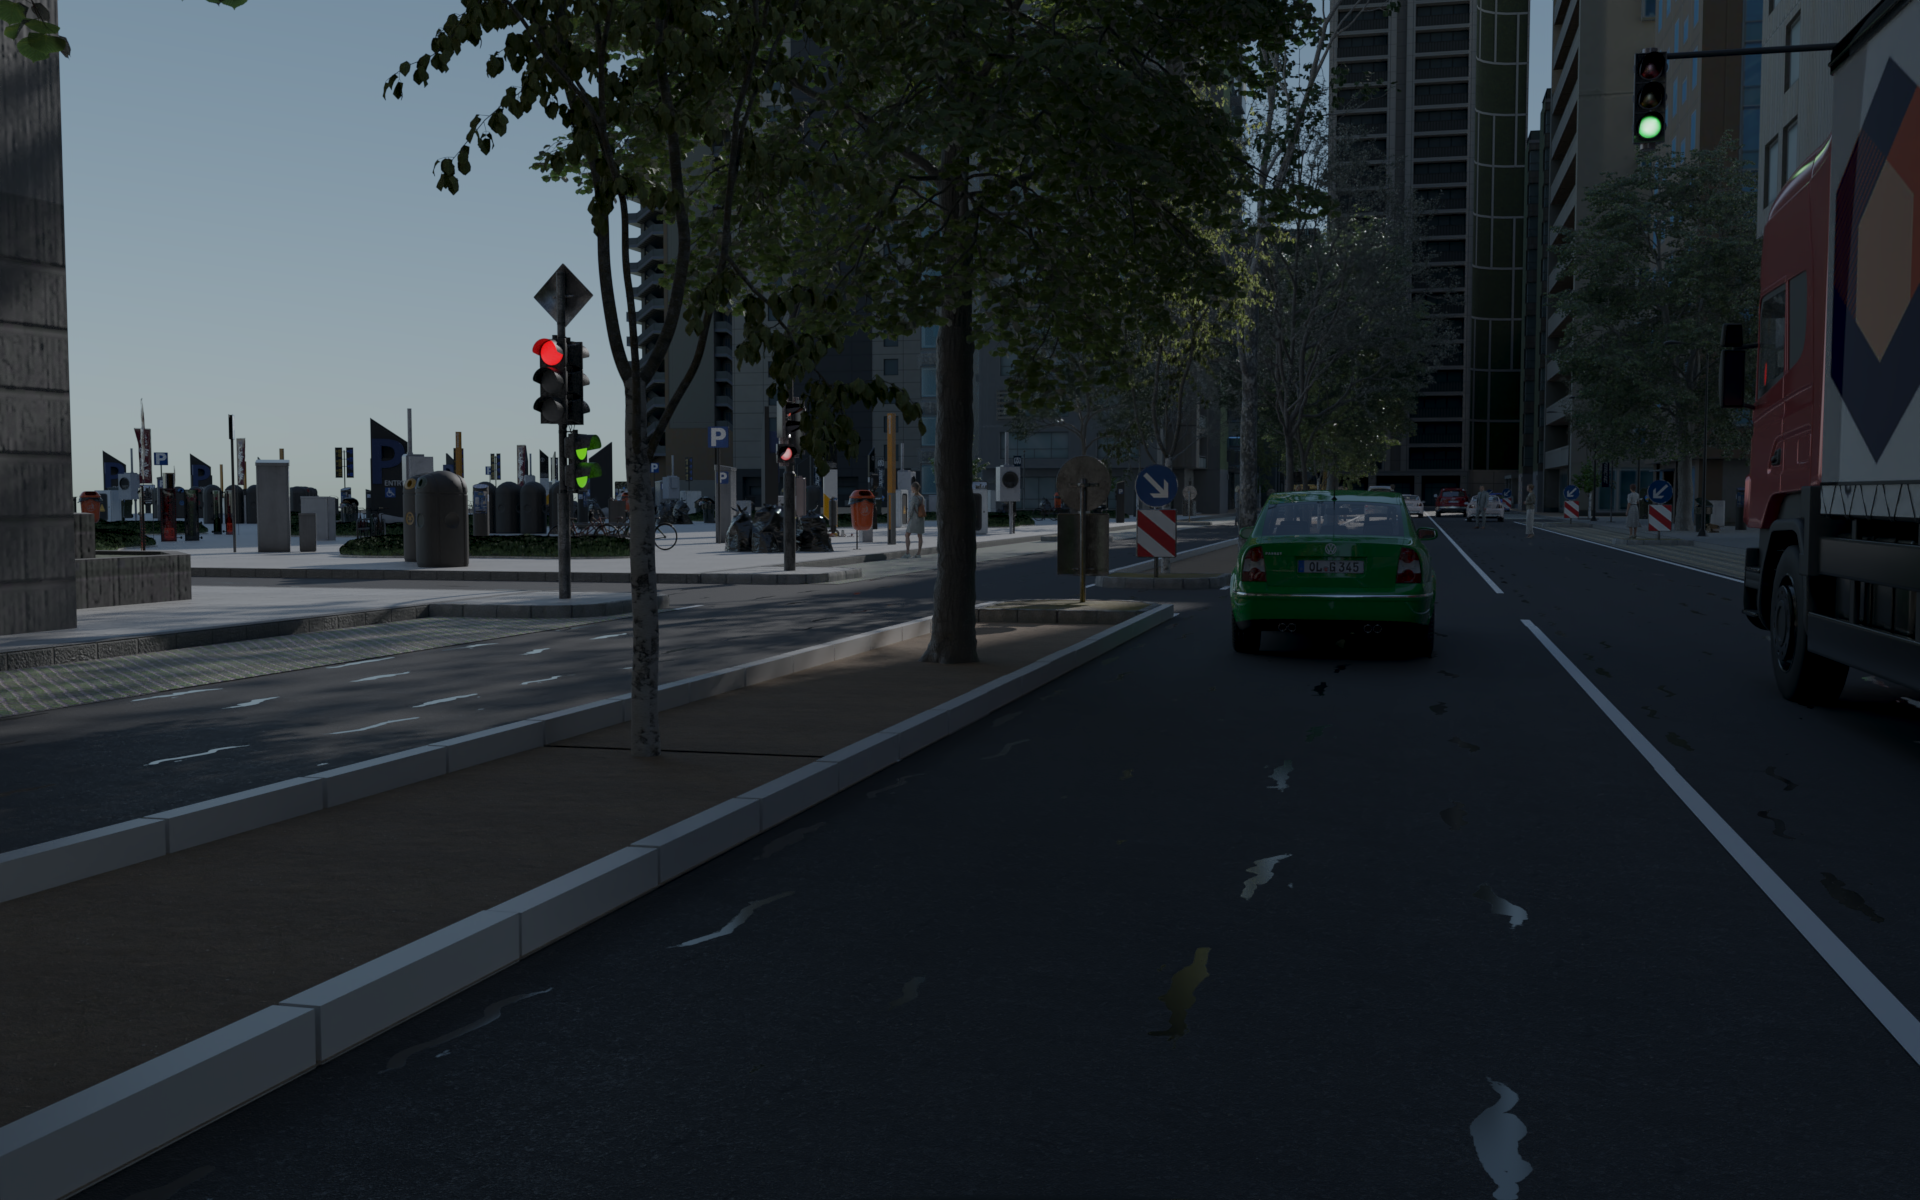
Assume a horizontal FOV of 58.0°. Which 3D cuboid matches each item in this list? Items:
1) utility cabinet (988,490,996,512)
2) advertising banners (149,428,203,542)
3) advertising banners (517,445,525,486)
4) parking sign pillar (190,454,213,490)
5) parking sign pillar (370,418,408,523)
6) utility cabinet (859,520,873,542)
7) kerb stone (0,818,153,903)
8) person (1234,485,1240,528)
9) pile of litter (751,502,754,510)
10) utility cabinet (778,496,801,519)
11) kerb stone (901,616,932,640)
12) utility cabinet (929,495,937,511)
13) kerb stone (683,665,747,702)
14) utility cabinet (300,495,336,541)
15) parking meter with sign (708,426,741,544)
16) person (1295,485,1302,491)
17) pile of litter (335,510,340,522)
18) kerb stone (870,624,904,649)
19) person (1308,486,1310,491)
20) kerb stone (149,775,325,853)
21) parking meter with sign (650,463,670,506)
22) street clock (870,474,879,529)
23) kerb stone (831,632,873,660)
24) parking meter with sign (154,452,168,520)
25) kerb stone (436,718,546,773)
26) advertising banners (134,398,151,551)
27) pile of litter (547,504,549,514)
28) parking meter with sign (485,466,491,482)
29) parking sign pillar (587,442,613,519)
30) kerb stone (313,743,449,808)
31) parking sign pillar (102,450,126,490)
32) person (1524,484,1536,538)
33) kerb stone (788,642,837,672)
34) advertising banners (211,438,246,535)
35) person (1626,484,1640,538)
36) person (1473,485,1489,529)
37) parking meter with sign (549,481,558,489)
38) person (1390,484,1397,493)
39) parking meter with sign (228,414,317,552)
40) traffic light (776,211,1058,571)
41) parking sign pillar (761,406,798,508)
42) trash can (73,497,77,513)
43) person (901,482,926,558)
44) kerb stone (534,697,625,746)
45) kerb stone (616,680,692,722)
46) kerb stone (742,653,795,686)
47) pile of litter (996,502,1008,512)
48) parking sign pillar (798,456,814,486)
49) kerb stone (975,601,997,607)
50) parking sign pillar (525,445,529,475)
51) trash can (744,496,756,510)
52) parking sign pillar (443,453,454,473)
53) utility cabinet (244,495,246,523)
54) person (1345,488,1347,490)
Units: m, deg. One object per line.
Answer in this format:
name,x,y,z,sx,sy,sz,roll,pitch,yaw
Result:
utility cabinet,1.783,-5.373,96.532,0.318,1.500,1.173,0,4,-7
advertising banners,-21.357,-3.091,46.729,0.090,3.025,2.074,2,4,26
advertising banners,-16.129,-4.021,61.933,2.074,3.025,0.090,3,5,41
parking sign pillar,-50.324,-7.733,114.912,1.447,3.967,1.447,-3,4,-38
parking sign pillar,-20.101,-4.442,61.095,1.447,3.967,1.447,-1,4,-14
utility cabinet,-2.532,-2.153,46.365,0.306,1.237,1.020,-1,4,-9
kerb stone,-3.316,0.969,6.360,0.120,0.150,1.000,1,4,14
person,11.907,-3.970,73.595,0.526,1.800,0.537,2,4,35
pile of litter,-12.637,-5.469,103.385,1.719,0.858,1.176,2,4,34
utility cabinet,-5.806,-2.853,57.801,1.020,1.237,0.306,1,4,20
kerb stone,-0.489,0.300,17.285,0.120,0.150,1.000,1,4,14
utility cabinet,-1.138,-4.920,91.598,1.020,1.237,0.306,0,4,-1
kerb stone,-1.775,0.607,12.319,0.120,0.150,1.000,1,4,14
utility cabinet,-17.793,-2.255,48.037,1.020,1.237,0.306,2,4,26
parking meter with sign,-6.135,-3.014,45.547,0.543,3.016,1.738,0,4,6
person,13.260,-3.594,67.451,0.709,1.800,0.728,2,4,30
pile of litter,-23.050,-3.068,64.132,1.176,0.858,1.719,0,4,6
kerb stone,-0.747,0.361,16.296,0.120,0.150,1.000,1,4,14
person,14.721,-3.959,73.498,0.678,1.792,0.850,2,4,27
kerb stone,-3.061,0.908,7.351,0.120,0.150,1.000,1,4,14
parking meter with sign,-16.641,-6.119,96.311,0.543,3.016,1.738,-2,4,-35
street clock,-3.106,-3.562,62.802,0.358,2.002,0.471,-1,4,-19
kerb stone,-1.001,0.422,15.298,0.120,0.150,1.000,1,4,14
parking meter with sign,-32.911,-4.597,71.423,0.543,3.016,1.738,-2,4,-25
kerb stone,-2.541,0.788,9.334,0.120,0.150,1.000,1,4,14
advertising banners,-15.362,-2.222,32.515,0.090,3.025,2.074,-2,4,-27
pile of litter,-20.813,-4.505,87.620,1.719,0.858,1.176,2,4,30
parking meter with sign,-29.788,-6.909,109.231,0.543,3.016,1.738,-2,4,-26
parking sign pillar,-18.541,-6.154,89.097,1.447,3.967,1.447,-3,5,-39
kerb stone,-2.799,0.849,8.344,0.120,0.150,1.000,1,4,14
parking sign pillar,-52.004,-7.227,106.629,1.447,3.967,1.447,-2,4,-33
person,18.525,-2.895,56.385,0.362,1.759,0.519,1,4,11
kerb stone,-1.257,0.483,14.302,0.120,0.150,1.000,1,4,14
advertising banners,-23.021,-3.568,54.526,2.074,3.025,0.090,3,4,38
person,21.328,-2.812,55.045,0.480,1.755,0.524,-2,4,-24
person,21.591,-3.859,71.692,0.391,1.810,0.635,-3,5,-41
parking meter with sign,-22.949,-6.229,98.101,1.738,3.016,0.543,2,4,30
person,18.471,-4.032,74.207,0.659,1.850,0.755,-1,4,-9
parking meter with sign,-15.172,-2.570,38.277,1.738,3.016,0.543,-1,4,-18
traffic light,-0.785,-3.285,28.382,4.771,5.953,1.251,1,4,14
parking sign pillar,-5.921,-4.001,53.888,1.447,3.967,1.447,-1,4,-11
trash can,-50.637,-5.319,98.616,0.748,1.137,0.748,0,3,0
person,-0.979,-1.776,38.549,0.522,1.701,0.512,3,4,36
kerb stone,-2.286,0.726,10.327,0.120,0.150,1.000,1,4,14
kerb stone,-2.027,0.665,11.317,0.120,0.150,1.000,1,4,14
kerb stone,-1.514,0.546,13.307,0.120,0.150,1.000,1,4,14
pile of litter,2.626,-5.152,98.200,1.719,0.858,1.176,0,4,4
parking sign pillar,-9.443,-7.276,107.430,1.447,3.967,1.447,-1,4,-10
kerb stone,0.285,0.122,20.262,0.120,0.150,1.000,1,4,14
parking sign pillar,-23.932,-6.518,95.039,1.447,3.967,1.447,-1,4,-18
trash can,-12.902,-5.805,106.560,0.748,1.137,0.748,0,3,0
parking sign pillar,-33.297,-7.646,113.489,1.447,3.967,1.447,2,4,35
utility cabinet,-31.821,-4.035,77.141,0.306,1.237,1.020,3,5,42
person,20.382,-5.071,91.757,0.694,1.780,0.624,3,4,38
